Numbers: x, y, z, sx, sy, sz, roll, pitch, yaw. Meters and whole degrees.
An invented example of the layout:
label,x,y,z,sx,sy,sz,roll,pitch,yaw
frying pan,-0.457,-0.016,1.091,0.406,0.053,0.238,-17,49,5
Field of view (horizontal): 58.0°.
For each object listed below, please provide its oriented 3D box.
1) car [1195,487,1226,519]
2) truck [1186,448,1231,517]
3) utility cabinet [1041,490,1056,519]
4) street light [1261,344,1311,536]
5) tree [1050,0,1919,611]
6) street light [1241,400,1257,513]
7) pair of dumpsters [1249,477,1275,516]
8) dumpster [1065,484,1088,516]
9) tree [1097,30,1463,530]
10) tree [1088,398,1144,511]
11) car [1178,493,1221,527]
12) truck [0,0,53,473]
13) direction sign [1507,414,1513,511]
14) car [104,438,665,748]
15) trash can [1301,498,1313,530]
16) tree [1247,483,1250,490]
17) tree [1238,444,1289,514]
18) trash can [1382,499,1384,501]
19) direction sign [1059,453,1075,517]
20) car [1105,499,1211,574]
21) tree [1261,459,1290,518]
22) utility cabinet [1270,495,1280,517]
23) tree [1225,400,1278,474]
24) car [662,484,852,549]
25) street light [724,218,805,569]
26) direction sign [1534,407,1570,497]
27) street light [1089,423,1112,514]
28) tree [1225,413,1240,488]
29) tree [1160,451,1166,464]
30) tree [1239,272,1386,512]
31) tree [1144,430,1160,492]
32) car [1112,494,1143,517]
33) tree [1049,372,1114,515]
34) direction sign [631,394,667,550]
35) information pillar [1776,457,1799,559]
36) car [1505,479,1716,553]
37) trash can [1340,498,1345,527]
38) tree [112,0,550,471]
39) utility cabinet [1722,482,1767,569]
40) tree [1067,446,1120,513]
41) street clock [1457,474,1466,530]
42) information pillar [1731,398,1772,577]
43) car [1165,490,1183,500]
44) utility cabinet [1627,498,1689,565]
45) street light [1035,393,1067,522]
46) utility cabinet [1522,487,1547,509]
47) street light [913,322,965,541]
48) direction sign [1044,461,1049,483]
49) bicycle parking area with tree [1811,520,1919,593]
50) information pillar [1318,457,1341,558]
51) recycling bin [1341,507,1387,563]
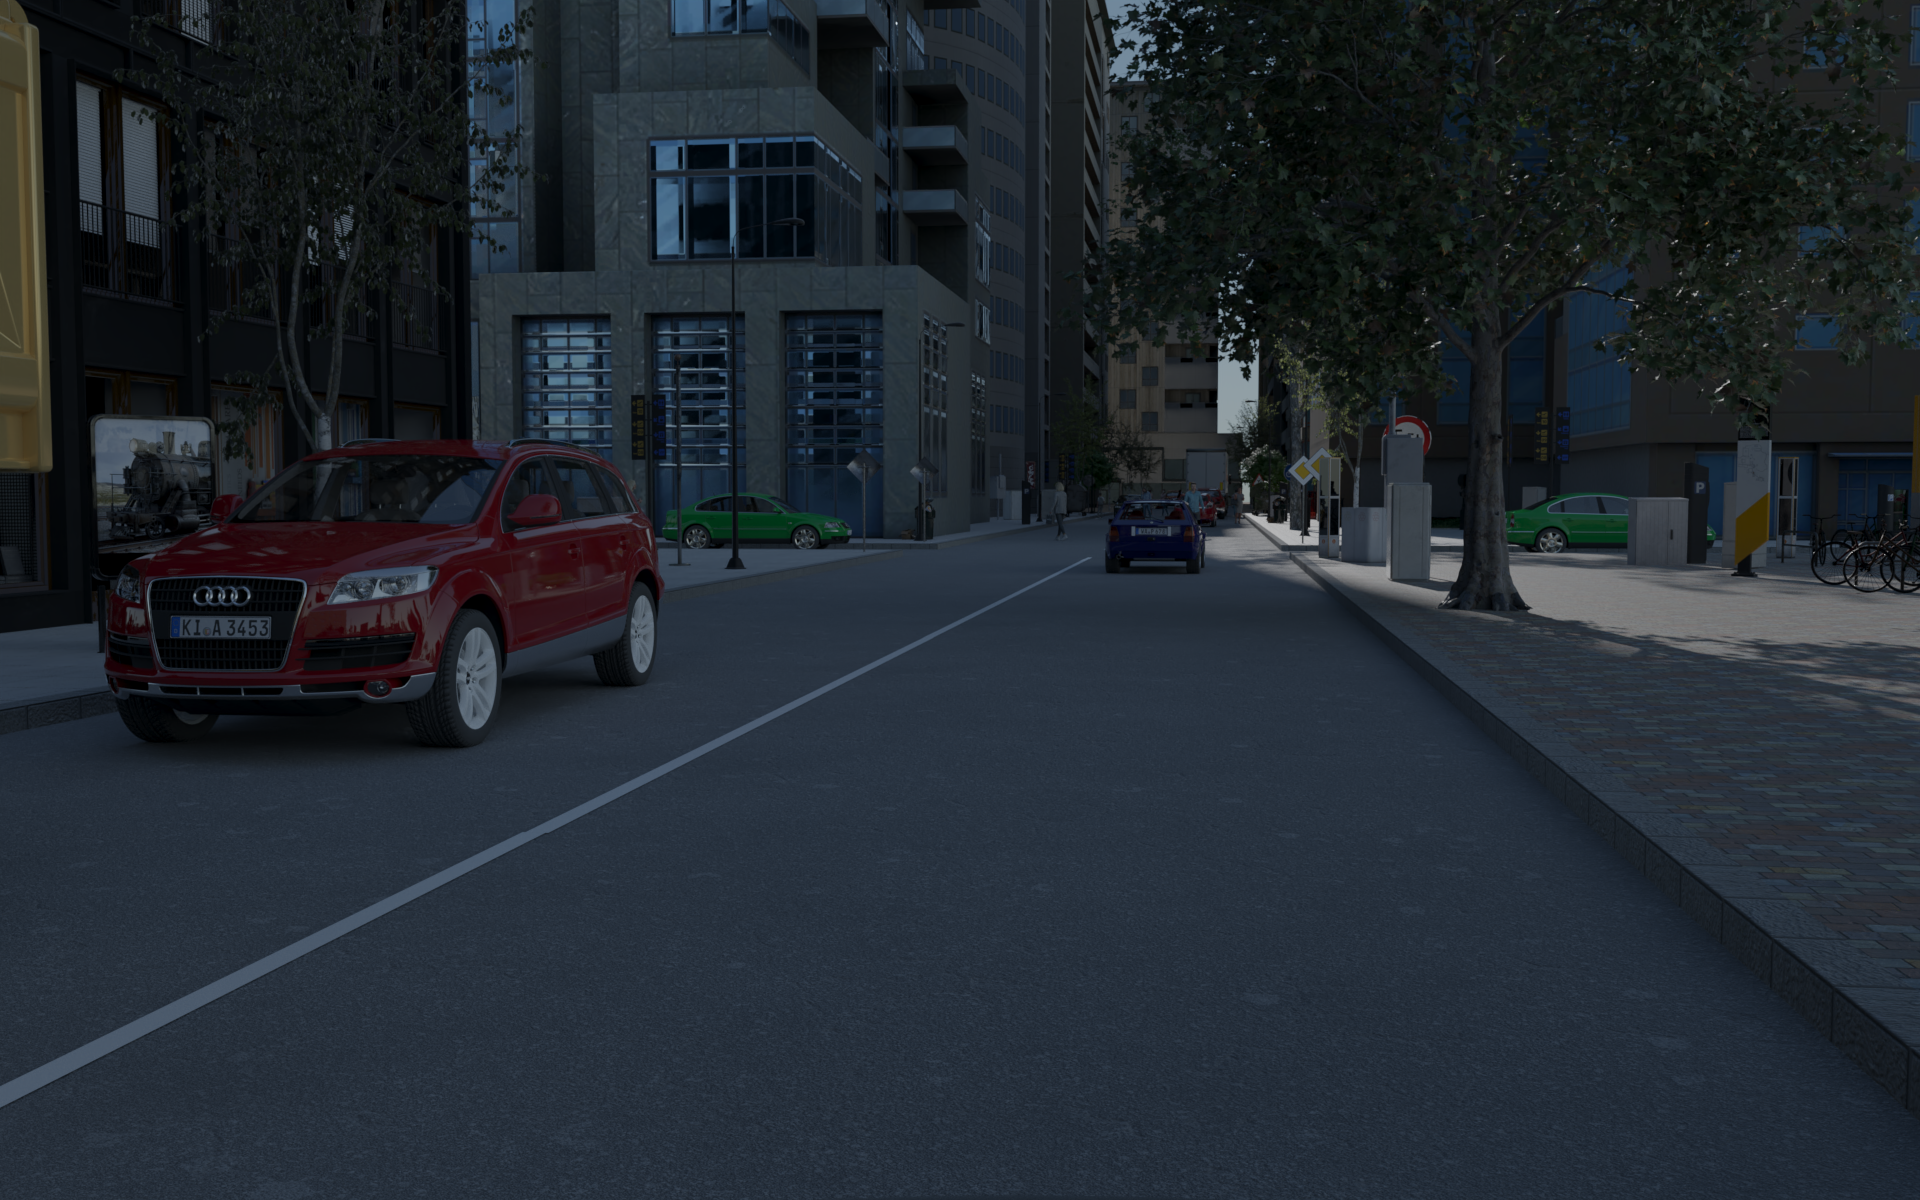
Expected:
label,x,y,z,sx,sy,sz,roll,pitch,yaw
car,14.201,-5.572,99.772,2.281,1.827,5.304,0,4,7
truck,16.082,-7.539,112.182,2.839,4.237,11.283,1,4,10
utility cabinet,4.543,-4.772,86.706,0.318,1.500,1.173,-2,4,-35
street light,10.041,-4.922,53.011,1.470,5.913,1.316,1,4,8
tree,5.782,-6.247,19.147,9.611,12.733,9.660,0,3,0
street light,14.771,-6.918,85.655,1.470,5.913,1.316,1,4,8
pair of dumpsters,17.950,-6.115,102.478,1.574,2.255,4.437,1,4,9
dumpster,6.664,-5.764,99.992,1.264,1.857,1.865,1,4,9
tree,10.980,-12.496,60.204,12.611,20.169,13.585,0,3,0
tree,11.515,-11.147,132.613,4.360,8.622,3.978,0,3,0
car,10.386,-4.116,76.333,2.155,1.783,4.494,1,4,10
truck,-5.068,-0.337,1.434,3.469,3.379,9.791,1,4,8
direction sign,15.769,-3.531,49.726,0.379,3.537,0.876,1,4,10
car,-3.535,-0.177,11.567,2.281,1.827,5.304,0,4,7
trash can,12.394,-3.124,62.739,0.748,1.137,0.748,0,3,0
tree,26.668,-9.778,154.472,1.663,3.219,1.824,0,3,0
tree,19.591,-7.766,110.694,4.285,4.588,4.351,0,3,0
trash can,11.933,-2.188,47.431,0.748,1.137,0.748,0,3,0
direction sign,5.877,-6.330,95.489,0.876,3.537,0.379,0,4,-7
car,3.716,-1.223,32.573,1.945,1.354,3.894,1,4,10
tree,17.568,-6.139,94.970,1.663,3.219,1.824,0,3,0
utility cabinet,16.671,-4.927,91.723,0.306,1.237,1.020,2,4,26
tree,22.736,-11.234,134.045,4.737,8.622,4.395,0,3,0
car,-5.085,-2.126,43.563,4.718,1.807,1.959,0,4,7
street light,-3.309,-3.476,29.375,1.470,5.913,1.316,1,4,8
direction sign,15.415,-3.251,45.147,0.876,3.537,0.379,0,4,8
street light,9.130,-8.562,112.532,1.470,5.913,1.316,1,4,8
tree,21.738,-10.826,127.360,4.360,8.622,3.978,0,3,0
tree,20.626,-14.914,194.213,4.360,8.622,3.978,0,3,0
tree,10.765,-5.962,47.849,4.360,8.622,3.978,0,3,0
tree,16.872,-13.428,169.915,4.360,8.622,3.978,0,3,0
car,9.966,-5.604,101.405,2.009,1.686,4.222,1,4,9
tree,7.204,-9.400,104.058,4.737,8.622,4.395,0,3,0
direction sign,-7.087,-2.905,39.489,0.876,3.537,0.379,1,4,18
information pillar,16.487,-1.837,34.520,0.304,2.012,0.304,3,5,39
car,14.828,-1.895,39.788,4.718,1.807,1.959,0,4,8
trash can,14.527,-3.387,67.034,0.748,1.137,0.748,0,3,0
tree,-6.179,-4.069,16.891,4.360,8.622,3.978,0,3,0
utility cabinet,13.501,-1.292,29.802,1.173,1.500,0.318,-3,5,-44
tree,9.143,-8.378,120.693,4.285,4.588,4.351,0,3,0
street clock,17.967,-3.499,61.786,0.471,2.002,0.358,-3,4,-39
information pillar,12.269,-2.167,26.792,0.504,3.616,0.183,3,5,43
car,21.366,-10.003,172.228,2.281,1.827,5.304,0,4,7
utility cabinet,12.639,-1.236,31.365,1.020,1.237,0.306,-1,4,-9
street light,4.199,-6.553,79.686,1.470,5.913,1.316,1,4,8
utility cabinet,17.597,-2.714,53.052,0.318,1.500,1.173,0,4,-3
street light,-0.552,-4.557,47.045,1.470,5.913,1.316,1,4,8
direction sign,5.714,-7.732,118.412,0.876,3.537,0.379,-2,4,-33
bicycle parking area with tree,15.160,-2.033,20.234,9.016,4.147,8.231,1,4,23
information pillar,7.410,-1.850,34.742,0.304,2.012,0.304,-2,4,-30
recycling bin,7.685,-1.229,32.642,0.722,1.027,0.722,-2,4,-34
